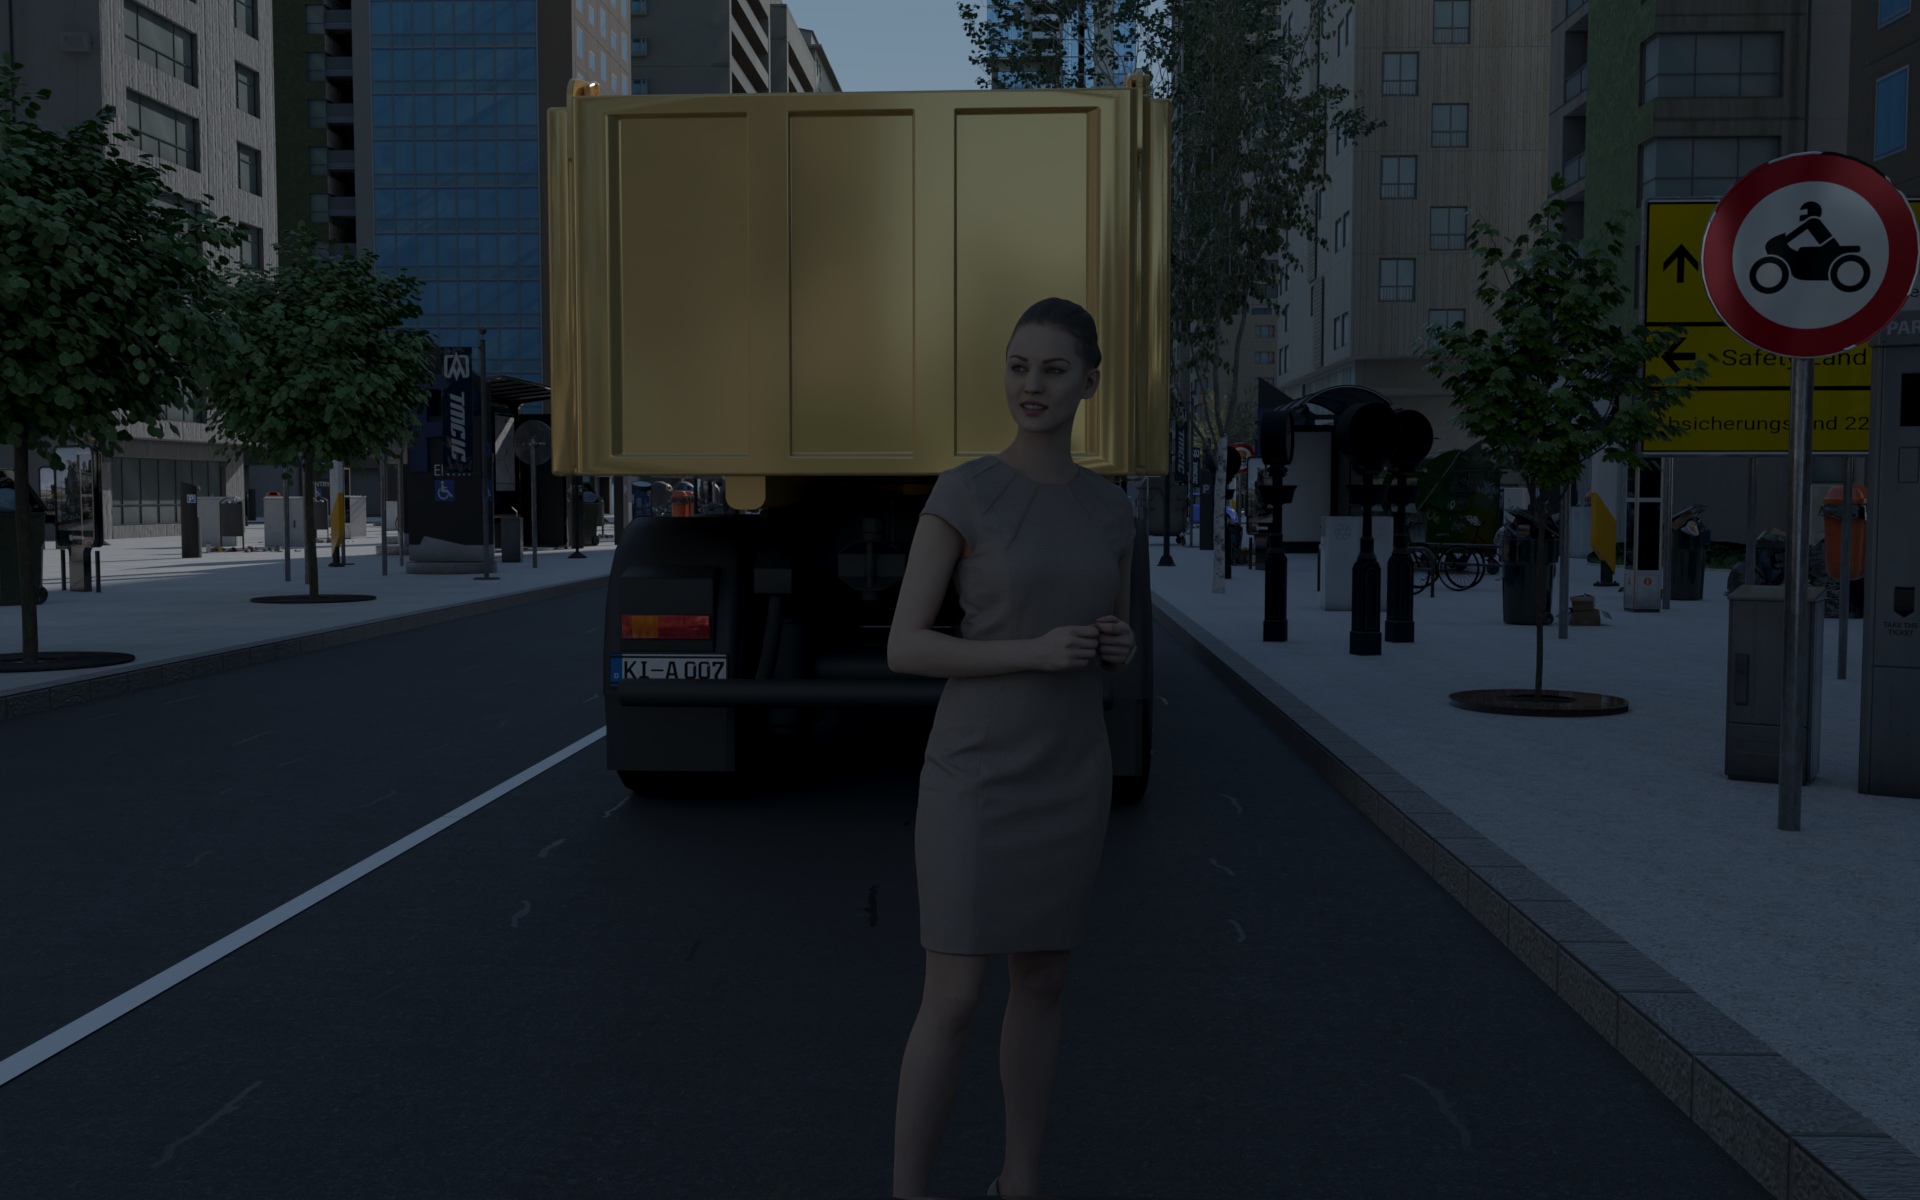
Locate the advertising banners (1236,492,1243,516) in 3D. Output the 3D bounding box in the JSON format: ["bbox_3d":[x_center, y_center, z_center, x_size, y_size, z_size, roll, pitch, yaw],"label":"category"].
[{"bbox_3d":[14.688,-6.117,96.205,2.074,3.025,0.090,1,4,9],"label":"advertising banners"}]

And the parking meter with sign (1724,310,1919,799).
[{"bbox_3d":[4.229,-0.677,7.327,1.738,3.016,0.543,2,4,33],"label":"parking meter with sign"}]

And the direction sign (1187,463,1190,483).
[{"bbox_3d":[17.068,-8.262,127.088,0.876,3.537,0.379,1,4,20],"label":"direction sign"}]

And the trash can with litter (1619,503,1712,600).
[{"bbox_3d":[8.577,-0.596,21.127,0.624,1.170,1.055,-3,5,-43],"label":"trash can with litter"}]

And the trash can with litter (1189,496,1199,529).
[{"bbox_3d":[8.713,-3.281,64.707,1.678,1.210,2.233,-3,4,-38],"label":"trash can with litter"}]

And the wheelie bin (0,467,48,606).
[{"bbox_3d":[-11.002,-0.742,20.038,0.980,1.594,0.693,3,5,40],"label":"wheelie bin"}]

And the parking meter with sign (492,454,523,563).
[{"bbox_3d":[-9.103,-2.213,32.442,1.738,3.016,0.543,0,4,-5],"label":"parking meter with sign"}]

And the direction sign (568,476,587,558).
[{"bbox_3d":[-7.656,-2.603,34.551,0.876,3.537,0.379,-2,4,-32],"label":"direction sign"}]

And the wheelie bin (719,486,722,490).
[{"bbox_3d":[-9.704,-3.818,70.329,0.693,1.594,0.980,-1,4,-14],"label":"wheelie bin"}]

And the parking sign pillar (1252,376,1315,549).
[{"bbox_3d":[7.382,-3.115,39.400,1.447,3.967,1.447,2,4,25],"label":"parking sign pillar"}]

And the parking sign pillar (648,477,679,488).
[{"bbox_3d":[-11.191,-4.703,65.367,1.447,3.967,1.447,3,4,37],"label":"parking sign pillar"}]

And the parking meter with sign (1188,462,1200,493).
[{"bbox_3d":[13.334,-6.017,94.636,1.738,3.016,0.543,3,5,39],"label":"parking meter with sign"}]

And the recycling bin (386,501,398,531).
[{"bbox_3d":[-19.750,-2.958,60.913,0.722,1.027,0.722,0,4,8],"label":"recycling bin"}]

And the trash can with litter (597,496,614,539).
[{"bbox_3d":[-10.692,-2.382,50.011,1.678,1.210,2.233,1,4,13],"label":"trash can with litter"}]

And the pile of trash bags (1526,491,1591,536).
[{"bbox_3d":[14.001,-1.834,39.746,1.912,1.369,3.447,3,5,42],"label":"pile of trash bags"}]

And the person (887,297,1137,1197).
[{"bbox_3d":[0.108,0.351,3.098,0.599,1.781,0.374,-2,4,-27],"label":"person"}]

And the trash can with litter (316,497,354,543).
[{"bbox_3d":[-17.301,-2.117,45.674,2.233,1.210,1.678,0,4,-4],"label":"trash can with litter"}]

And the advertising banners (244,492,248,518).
[{"bbox_3d":[-36.398,-5.554,86.989,0.090,3.025,2.074,1,4,12],"label":"advertising banners"}]

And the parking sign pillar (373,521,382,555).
[{"bbox_3d":[-11.714,-2.959,36.849,1.447,3.967,1.447,-2,4,-24],"label":"parking sign pillar"}]

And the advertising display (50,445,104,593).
[{"bbox_3d":[-11.577,-1.073,22.752,0.974,1.923,0.123,2,4,35],"label":"advertising display"}]

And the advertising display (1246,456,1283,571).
[{"bbox_3d":[5.101,-1.459,29.068,0.123,1.923,0.974,-1,4,-21],"label":"advertising display"}]

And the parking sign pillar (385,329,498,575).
[{"bbox_3d":[-8.297,-2.428,28.163,1.447,3.967,1.447,1,4,12],"label":"parking sign pillar"}]

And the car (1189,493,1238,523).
[{"bbox_3d":[10.125,-3.984,74.723,3.694,1.707,1.945,0,4,0],"label":"car"}]

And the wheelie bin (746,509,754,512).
[{"bbox_3d":[-15.095,-7.159,124.951,0.693,1.594,0.980,2,4,34],"label":"wheelie bin"}]

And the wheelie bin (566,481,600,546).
[{"bbox_3d":[-9.370,-2.145,42.983,0.980,1.594,0.693,2,4,29],"label":"wheelie bin"}]

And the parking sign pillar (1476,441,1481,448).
[{"bbox_3d":[25.211,-5.964,85.976,1.447,3.967,1.447,1,4,23],"label":"parking sign pillar"}]

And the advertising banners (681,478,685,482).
[{"bbox_3d":[-13.738,-5.606,87.844,0.090,3.025,2.074,-2,4,-32],"label":"advertising banners"}]

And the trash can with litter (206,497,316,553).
[{"bbox_3d":[-15.764,-1.665,38.280,2.233,1.210,1.678,0,4,3],"label":"trash can with litter"}]

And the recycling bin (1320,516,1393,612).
[{"bbox_3d":[4.401,-0.409,19.249,0.722,1.027,0.722,0,4,7],"label":"recycling bin"}]

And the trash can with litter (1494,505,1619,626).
[{"bbox_3d":[5.838,-0.348,17.070,1.055,1.170,0.624,0,4,7],"label":"trash can with litter"}]

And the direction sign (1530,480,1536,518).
[{"bbox_3d":[6.762,-1.738,20.409,0.379,3.537,0.876,0,4,-4],"label":"direction sign"}]

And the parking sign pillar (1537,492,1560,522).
[{"bbox_3d":[23.112,-4.818,67.242,1.447,3.967,1.447,0,4,-1],"label":"parking sign pillar"}]

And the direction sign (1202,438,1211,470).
[{"bbox_3d":[9.957,-4.770,69.979,0.379,3.537,0.876,-1,4,-13],"label":"direction sign"}]

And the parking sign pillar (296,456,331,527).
[{"bbox_3d":[-25.199,-4.843,67.660,1.447,3.967,1.447,-2,4,-33],"label":"parking sign pillar"}]

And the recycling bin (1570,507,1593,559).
[{"bbox_3d":[12.582,-1.359,34.771,0.722,1.027,0.722,-1,4,-14],"label":"recycling bin"}]

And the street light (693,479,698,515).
[{"bbox_3d":[-5.526,-4.101,39.600,1.470,5.913,1.316,0,4,2],"label":"street light"}]

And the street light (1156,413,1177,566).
[{"bbox_3d":[3.140,-3.558,30.716,1.470,5.913,1.316,0,4,2],"label":"street light"}]

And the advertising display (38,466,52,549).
[{"bbox_3d":[-20.879,-2.147,40.313,0.974,1.923,0.123,-2,4,-28],"label":"advertising display"}]

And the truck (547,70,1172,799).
[{"bbox_3d":[-0.110,-0.972,11.823,3.469,3.379,9.791,0,4,4],"label":"truck"}]

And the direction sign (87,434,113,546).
[{"bbox_3d":[-21.411,-3.128,43.147,0.379,3.537,0.876,1,4,15],"label":"direction sign"}]

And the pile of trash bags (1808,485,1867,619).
[{"bbox_3d":[9.541,-0.496,17.859,1.912,1.369,3.447,3,5,40],"label":"pile of trash bags"}]

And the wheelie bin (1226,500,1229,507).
[{"bbox_3d":[12.423,-4.549,82.290,0.980,1.594,0.693,-3,4,-38],"label":"wheelie bin"}]

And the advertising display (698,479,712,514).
[{"bbox_3d":[-7.231,-2.673,48.914,0.123,1.923,0.974,-2,4,-30],"label":"advertising display"}]

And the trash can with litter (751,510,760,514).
[{"bbox_3d":[-14.588,-7.280,130.084,2.233,1.210,1.678,-1,4,-8],"label":"trash can with litter"}]
